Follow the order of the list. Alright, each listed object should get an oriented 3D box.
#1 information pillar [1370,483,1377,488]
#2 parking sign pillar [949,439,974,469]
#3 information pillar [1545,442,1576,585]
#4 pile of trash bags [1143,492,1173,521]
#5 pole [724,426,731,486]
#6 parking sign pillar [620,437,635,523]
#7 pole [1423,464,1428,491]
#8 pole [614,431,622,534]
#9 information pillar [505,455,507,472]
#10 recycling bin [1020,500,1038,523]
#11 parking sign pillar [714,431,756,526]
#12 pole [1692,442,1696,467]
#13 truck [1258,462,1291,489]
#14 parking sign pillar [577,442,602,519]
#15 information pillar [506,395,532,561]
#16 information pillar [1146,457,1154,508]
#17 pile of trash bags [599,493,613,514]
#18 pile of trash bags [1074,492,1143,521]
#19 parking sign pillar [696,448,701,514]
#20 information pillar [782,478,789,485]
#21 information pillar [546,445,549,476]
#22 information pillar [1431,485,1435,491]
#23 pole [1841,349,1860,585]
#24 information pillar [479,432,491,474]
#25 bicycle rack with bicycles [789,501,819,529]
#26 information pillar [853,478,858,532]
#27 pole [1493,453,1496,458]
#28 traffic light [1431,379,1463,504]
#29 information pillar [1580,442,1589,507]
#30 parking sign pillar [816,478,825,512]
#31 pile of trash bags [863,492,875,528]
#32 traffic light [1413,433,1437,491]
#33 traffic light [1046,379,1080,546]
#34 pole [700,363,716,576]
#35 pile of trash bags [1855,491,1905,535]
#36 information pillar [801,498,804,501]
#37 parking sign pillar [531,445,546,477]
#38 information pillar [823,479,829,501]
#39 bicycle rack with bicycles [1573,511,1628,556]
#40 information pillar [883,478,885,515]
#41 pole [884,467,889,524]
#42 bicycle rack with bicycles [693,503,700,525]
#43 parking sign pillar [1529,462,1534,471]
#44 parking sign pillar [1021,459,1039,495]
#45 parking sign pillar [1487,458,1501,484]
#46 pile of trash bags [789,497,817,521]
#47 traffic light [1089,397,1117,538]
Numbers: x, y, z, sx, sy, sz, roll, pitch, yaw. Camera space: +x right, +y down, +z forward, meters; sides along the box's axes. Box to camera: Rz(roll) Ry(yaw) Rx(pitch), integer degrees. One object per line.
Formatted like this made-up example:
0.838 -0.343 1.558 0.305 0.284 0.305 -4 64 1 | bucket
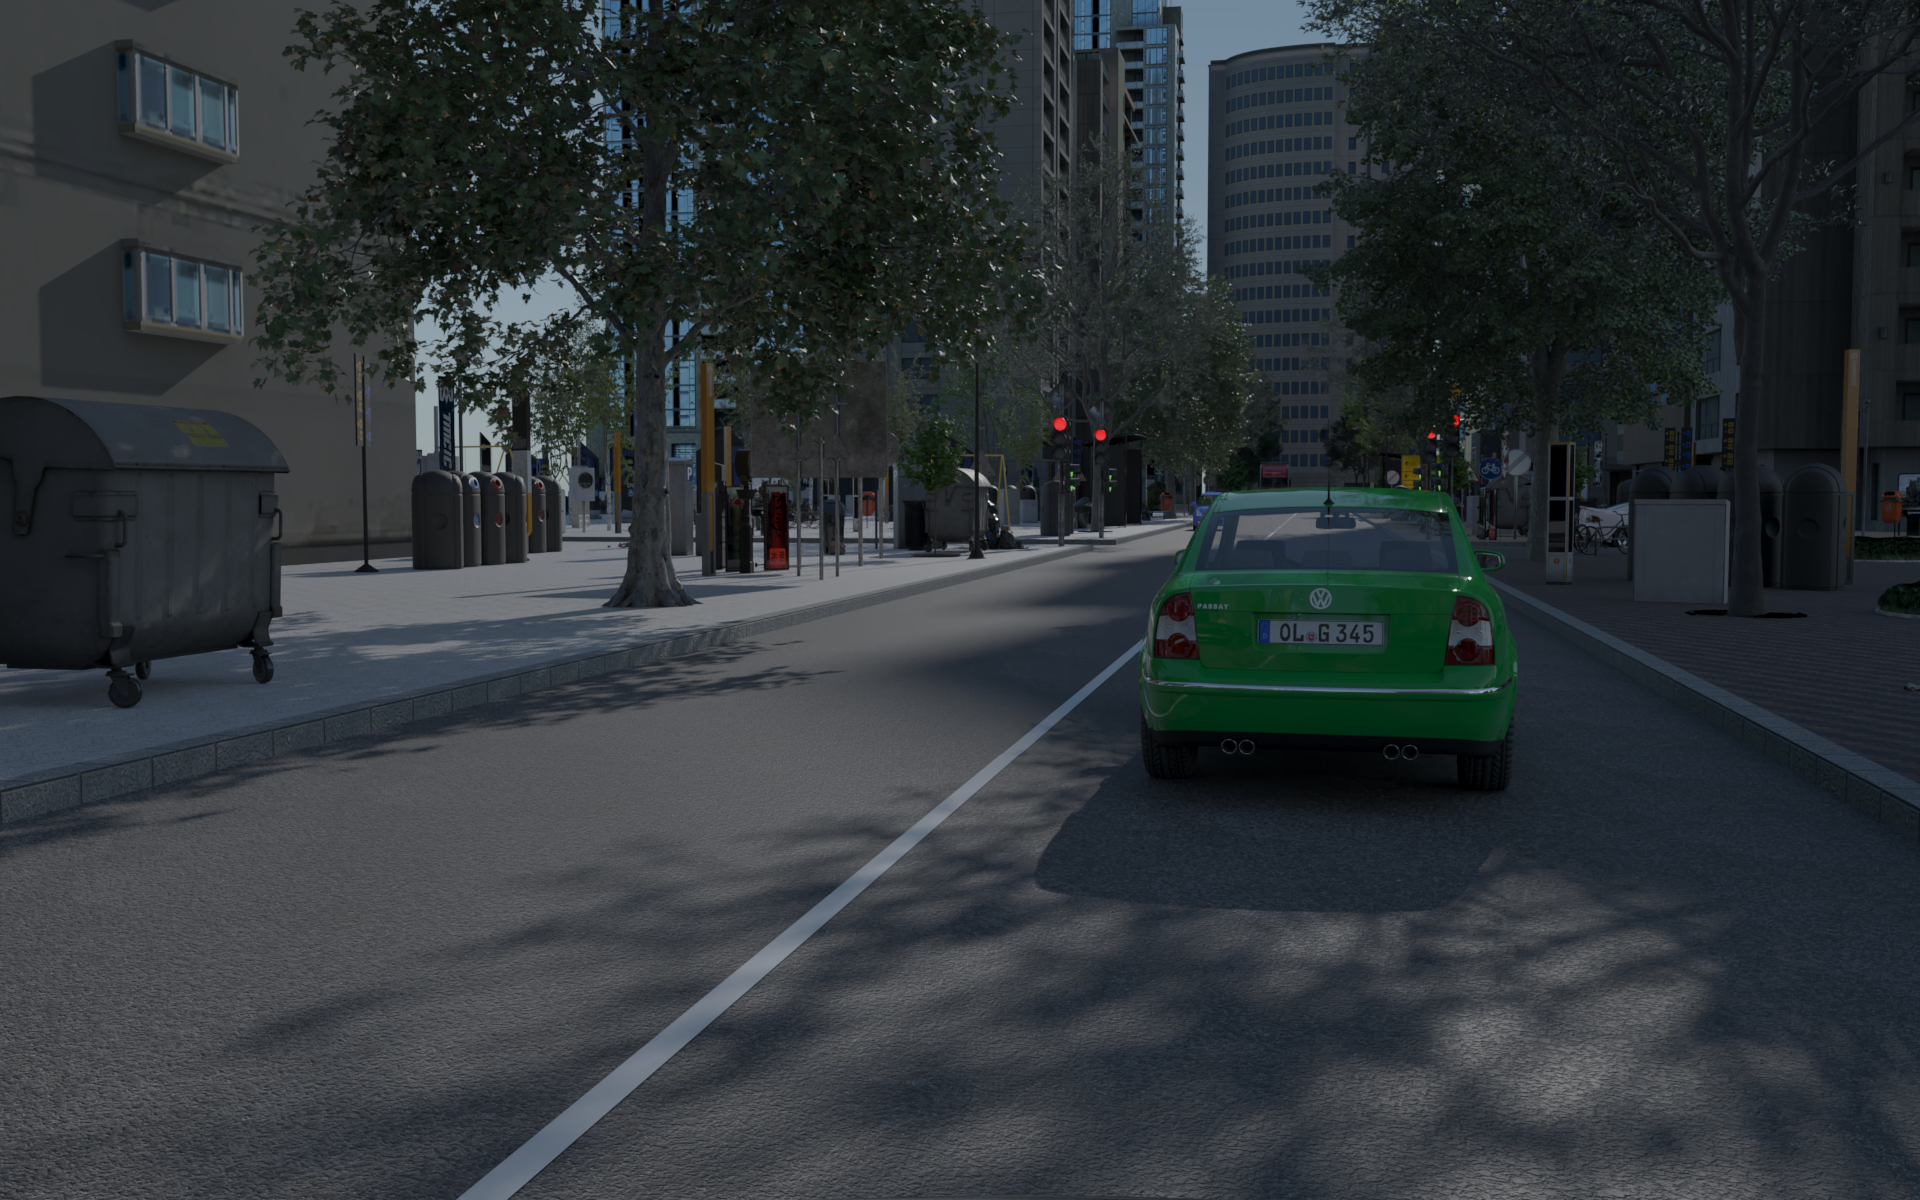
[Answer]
26.816 -6.595 112.325 0.304 2.012 0.304 -2 4 -27 | information pillar
-0.025 -5.345 75.864 1.447 3.967 1.447 -1 4 -10 | parking sign pillar
8.522 -1.229 24.580 0.304 2.012 0.304 2 4 35 | information pillar
8.665 -4.540 83.977 3.447 1.369 1.912 -1 4 -15 | pile of trash bags
-7.001 -3.572 52.240 0.158 3.312 0.155 0 3 0 | pole
-14.546 -5.406 76.857 1.447 3.967 1.447 0 4 2 | parking sign pillar
15.142 -3.816 56.240 0.158 3.312 0.155 0 3 0 | pole
-11.133 -3.820 56.308 0.158 3.312 0.155 0 3 0 | pole
-22.140 -5.750 85.368 0.504 3.616 0.183 -1 4 -9 | information pillar
3.070 -3.968 77.424 0.722 1.027 0.722 0 4 -8 | recycling bin
-8.907 -5.004 70.295 1.447 3.967 1.447 3 5 41 | parking sign pillar
28.840 -4.549 68.214 0.158 3.312 0.155 0 3 0 | pole
27.841 -10.071 153.574 2.839 4.237 11.283 1 4 10 | truck
-18.947 -6.090 88.041 1.447 3.967 1.447 2 4 34 | parking sign pillar
-8.382 -2.553 33.100 0.504 3.616 0.183 3 5 40 | information pillar
10.819 -6.563 98.660 0.504 3.616 0.183 -1 4 -16 | information pillar
-23.045 -6.165 110.544 1.912 1.369 3.447 1 4 14 | pile of trash bags
6.514 -4.343 80.760 3.447 1.369 1.912 1 4 19 | pile of trash bags
-10.563 -5.220 73.821 1.447 3.967 1.447 0 4 5 | parking sign pillar
-10.537 -6.928 104.623 0.504 3.616 0.183 3 5 41 | information pillar
-19.504 -5.538 81.893 0.183 3.616 0.504 -1 4 -8 | information pillar
17.117 -3.582 63.053 0.304 2.012 0.304 0 4 7 | information pillar
12.589 -1.877 24.532 0.158 3.312 0.155 0 3 0 | pole
-17.931 -4.532 65.450 0.183 3.616 0.504 2 4 35 | information pillar
-5.958 -3.115 64.320 2.925 0.926 2.852 0 4 -3 | bicycle rack with bicycles
-3.489 -3.321 58.782 0.304 2.012 0.304 0 4 -5 | information pillar
26.231 -5.579 85.062 0.158 3.312 0.155 0 3 0 | pole
11.479 -3.158 40.561 0.839 4.253 0.868 1 4 12 | traffic light
28.309 -5.329 78.483 0.183 3.616 0.504 -1 4 -15 | information pillar
-9.177 -7.795 115.914 1.447 3.967 1.447 -1 4 -20 | parking sign pillar
-2.078 -3.396 65.284 3.447 1.369 1.912 0 4 6 | pile of trash bags
13.101 -3.637 48.381 0.839 4.253 0.868 1 4 12 | traffic light
2.505 -3.271 42.399 0.839 4.253 0.868 1 4 12 | traffic light
-3.948 -2.036 27.129 0.158 3.312 0.155 0 3 0 | pole
25.635 -2.485 50.386 1.912 1.369 3.447 -3 4 -39 | pile of trash bags
-10.483 -7.465 113.412 0.504 3.616 0.183 -1 4 -8 | information pillar
-22.527 -6.435 93.677 1.447 3.967 1.447 -2 4 -24 | parking sign pillar
-6.586 -4.923 84.978 0.304 2.012 0.304 0 4 -2 | information pillar
13.306 -1.450 37.095 2.925 0.926 2.852 -2 4 -28 | bicycle rack with bicycles
-4.616 -6.994 105.698 0.504 3.616 0.183 3 4 37 | information pillar
-3.201 -4.992 75.464 0.158 3.312 0.155 0 3 0 | pole
-11.863 -3.562 71.626 2.852 0.926 2.925 0 4 5 | bicycle rack with bicycles
34.387 -7.168 105.676 1.447 3.967 1.447 1 4 23 | parking sign pillar
5.098 -8.392 125.686 1.447 3.967 1.447 -2 4 -30 | parking sign pillar
36.024 -7.815 116.240 1.447 3.967 1.447 -2 4 -25 | parking sign pillar
-8.508 -4.476 82.942 3.447 1.369 1.912 0 4 2 | pile of trash bags
4.126 -3.749 50.218 0.839 4.253 0.868 1 4 12 | traffic light
